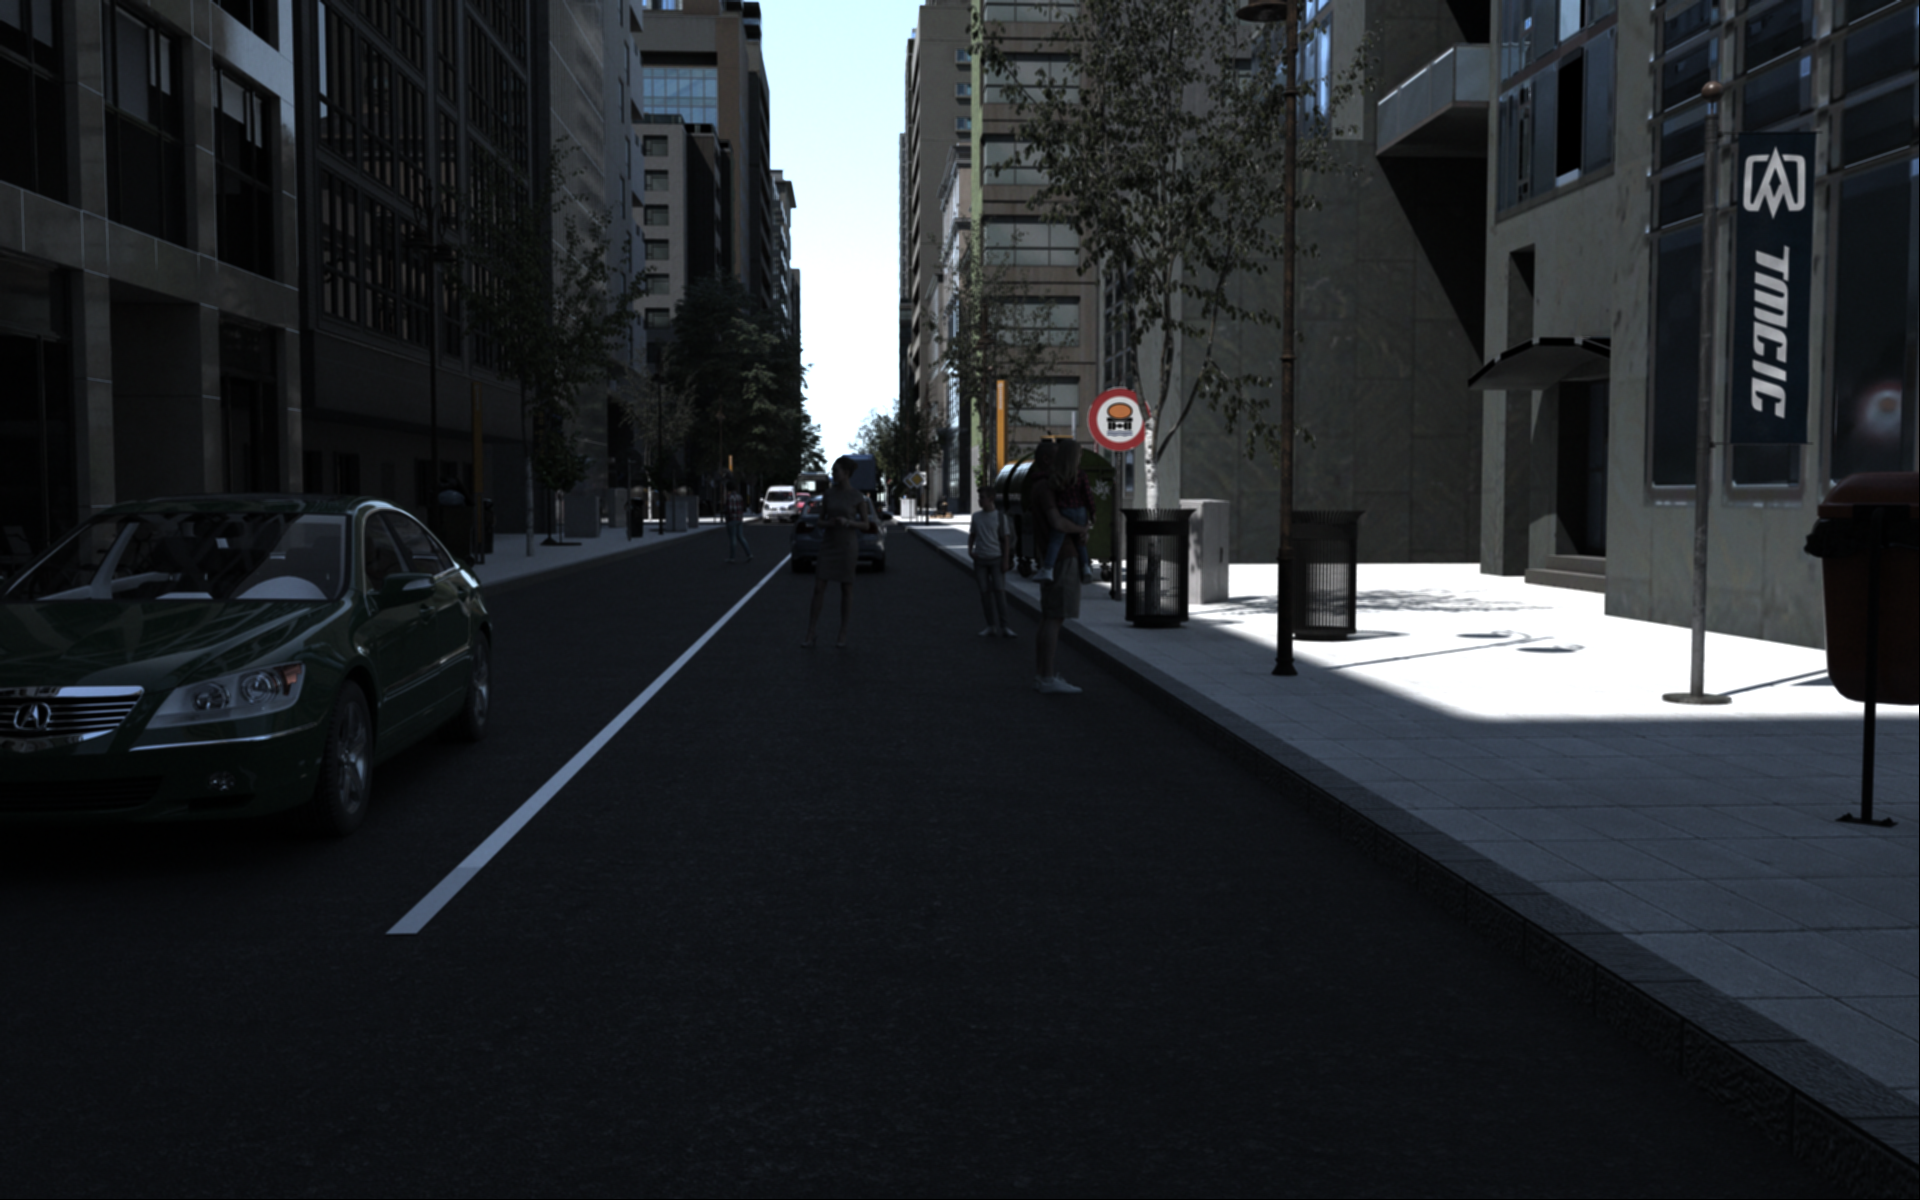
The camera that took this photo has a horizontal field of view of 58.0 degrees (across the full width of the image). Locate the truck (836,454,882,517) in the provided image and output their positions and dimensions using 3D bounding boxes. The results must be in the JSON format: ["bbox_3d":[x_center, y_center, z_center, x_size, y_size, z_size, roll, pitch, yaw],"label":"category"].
[{"bbox_3d":[-6.472,-7.437,111.349,2.967,4.110,18.799,0,4,-4],"label":"truck"}]

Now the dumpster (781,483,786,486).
[{"bbox_3d":[-15.108,-8.737,145.339,1.502,2.255,1.985,0,4,-3],"label":"dumpster"}]

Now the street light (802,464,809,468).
[{"bbox_3d":[-19.344,-14.800,214.769,0.468,5.910,1.993,0,4,-4],"label":"street light"}]

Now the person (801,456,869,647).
[{"bbox_3d":[-1.170,-0.451,16.214,0.599,1.781,0.374,1,4,14],"label":"person"}]

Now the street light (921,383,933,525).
[{"bbox_3d":[-1.348,-6.012,71.078,0.468,5.910,1.993,0,4,-4],"label":"street light"}]

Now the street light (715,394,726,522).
[{"bbox_3d":[-11.012,-6.552,79.918,0.468,5.910,1.993,0,4,-4],"label":"street light"}]

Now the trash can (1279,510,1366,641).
[{"bbox_3d":[3.189,-0.222,15.279,0.748,1.137,0.748,0,3,0],"label":"trash can"}]

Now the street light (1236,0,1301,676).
[{"bbox_3d":[2.307,-2.406,12.128,0.468,5.910,1.993,0,4,-4],"label":"street light"}]

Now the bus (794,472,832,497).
[{"bbox_3d":[-12.005,-8.985,141.764,2.948,3.499,13.247,0,4,-5],"label":"bus"}]

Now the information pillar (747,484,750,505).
[{"bbox_3d":[-17.507,-9.358,144.365,0.504,3.616,0.183,2,4,29],"label":"information pillar"}]

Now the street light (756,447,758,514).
[{"bbox_3d":[-12.867,-8.377,109.751,0.468,5.910,1.993,0,4,-4],"label":"street light"}]

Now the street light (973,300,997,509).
[{"bbox_3d":[0.587,-4.195,41.371,0.468,5.910,1.993,0,4,-4],"label":"street light"}]

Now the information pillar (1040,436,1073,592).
[{"bbox_3d":[1.225,-1.072,22.019,0.304,2.012,0.304,-2,4,-33],"label":"information pillar"}]

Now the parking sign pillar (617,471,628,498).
[{"bbox_3d":[-23.514,-8.000,119.270,1.447,3.967,1.447,0,4,6],"label":"parking sign pillar"}]

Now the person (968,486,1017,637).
[{"bbox_3d":[0.342,-0.389,17.460,0.503,1.515,0.523,-1,4,-10],"label":"person"}]

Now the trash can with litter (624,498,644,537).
[{"bbox_3d":[-9.749,-2.452,51.483,0.624,1.170,1.055,-1,4,-21],"label":"trash can with litter"}]

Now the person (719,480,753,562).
[{"bbox_3d":[-4.734,-1.662,36.514,0.643,1.720,0.563,2,4,28],"label":"person"}]

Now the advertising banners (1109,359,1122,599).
[{"bbox_3d":[1.991,-1.576,21.956,0.090,3.025,2.074,0,4,8],"label":"advertising banners"}]

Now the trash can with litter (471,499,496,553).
[{"bbox_3d":[-10.496,-1.592,37.422,1.055,1.170,0.624,3,5,44],"label":"trash can with litter"}]

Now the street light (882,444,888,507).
[{"bbox_3d":[-6.405,-11.062,153.653,0.468,5.910,1.993,0,4,-4],"label":"street light"}]

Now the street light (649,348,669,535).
[{"bbox_3d":[-9.491,-5.016,54.802,0.468,5.910,1.993,0,4,-4],"label":"street light"}]

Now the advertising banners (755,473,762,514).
[{"bbox_3d":[-13.057,-7.112,112.466,0.090,3.025,2.074,0,4,7],"label":"advertising banners"}]

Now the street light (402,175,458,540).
[{"bbox_3d":[-7.775,-3.228,25.559,0.468,5.910,1.993,0,4,-4],"label":"street light"}]

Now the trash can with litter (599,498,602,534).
[{"bbox_3d":[-11.831,-2.673,55.093,0.624,1.170,1.055,-3,5,-43],"label":"trash can with litter"}]

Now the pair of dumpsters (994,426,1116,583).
[{"bbox_3d":[1.482,-1.502,27.057,1.574,2.255,4.437,0,4,-4],"label":"pair of dumpsters"}]

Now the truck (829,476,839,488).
[{"bbox_3d":[-19.835,-17.123,269.718,2.967,4.110,18.799,0,4,-4],"label":"truck"}]

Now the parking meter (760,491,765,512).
[{"bbox_3d":[-14.214,-7.121,124.836,0.372,1.533,0.369,0,3,0],"label":"parking meter"}]

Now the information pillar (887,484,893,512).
[{"bbox_3d":[-5.132,-7.513,127.322,0.304,2.012,0.304,-3,5,-41],"label":"information pillar"}]

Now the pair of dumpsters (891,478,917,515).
[{"bbox_3d":[-3.348,-6.288,105.296,1.574,2.255,4.437,0,4,-4],"label":"pair of dumpsters"}]

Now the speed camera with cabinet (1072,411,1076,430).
[{"bbox_3d":[2.105,-2.862,41.133,2.038,3.252,0.660,-1,4,-14],"label":"speed camera with cabinet"}]

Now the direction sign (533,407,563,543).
[{"bbox_3d":[-10.778,-3.265,45.381,0.379,3.537,0.876,3,5,44],"label":"direction sign"}]

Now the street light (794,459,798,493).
[{"bbox_3d":[-17.514,-12.982,185.046,0.468,5.910,1.993,0,4,-4],"label":"street light"}]

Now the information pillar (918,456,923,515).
[{"bbox_3d":[-2.385,-7.064,106.859,0.183,3.616,0.504,-2,4,-27],"label":"information pillar"}]

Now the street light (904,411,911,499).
[{"bbox_3d":[-2.855,-7.483,95.126,0.468,5.910,1.993,0,4,-4],"label":"street light"}]

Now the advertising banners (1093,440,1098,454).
[{"bbox_3d":[4.005,-3.504,53.477,0.090,3.025,2.074,-1,4,-8],"label":"advertising banners"}]

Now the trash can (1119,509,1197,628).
[{"bbox_3d":[1.906,-0.310,16.728,0.748,1.137,0.748,0,3,0],"label":"trash can"}]

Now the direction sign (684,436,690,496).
[{"bbox_3d":[-10.626,-4.620,67.526,0.379,3.537,0.876,-1,4,-23],"label":"direction sign"}]

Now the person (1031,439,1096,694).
[{"bbox_3d":[0.716,-0.250,12.556,0.580,1.828,0.573,3,5,42],"label":"person"}]

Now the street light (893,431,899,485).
[{"bbox_3d":[-4.606,-9.274,124.415,0.468,5.910,1.993,0,4,-4],"label":"street light"}]

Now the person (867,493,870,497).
[{"bbox_3d":[-5.255,-5.339,98.393,0.503,1.515,0.523,3,5,39],"label":"person"}]

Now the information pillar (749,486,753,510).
[{"bbox_3d":[-17.010,-8.372,141.370,0.304,2.012,0.304,0,4,0],"label":"information pillar"}]
